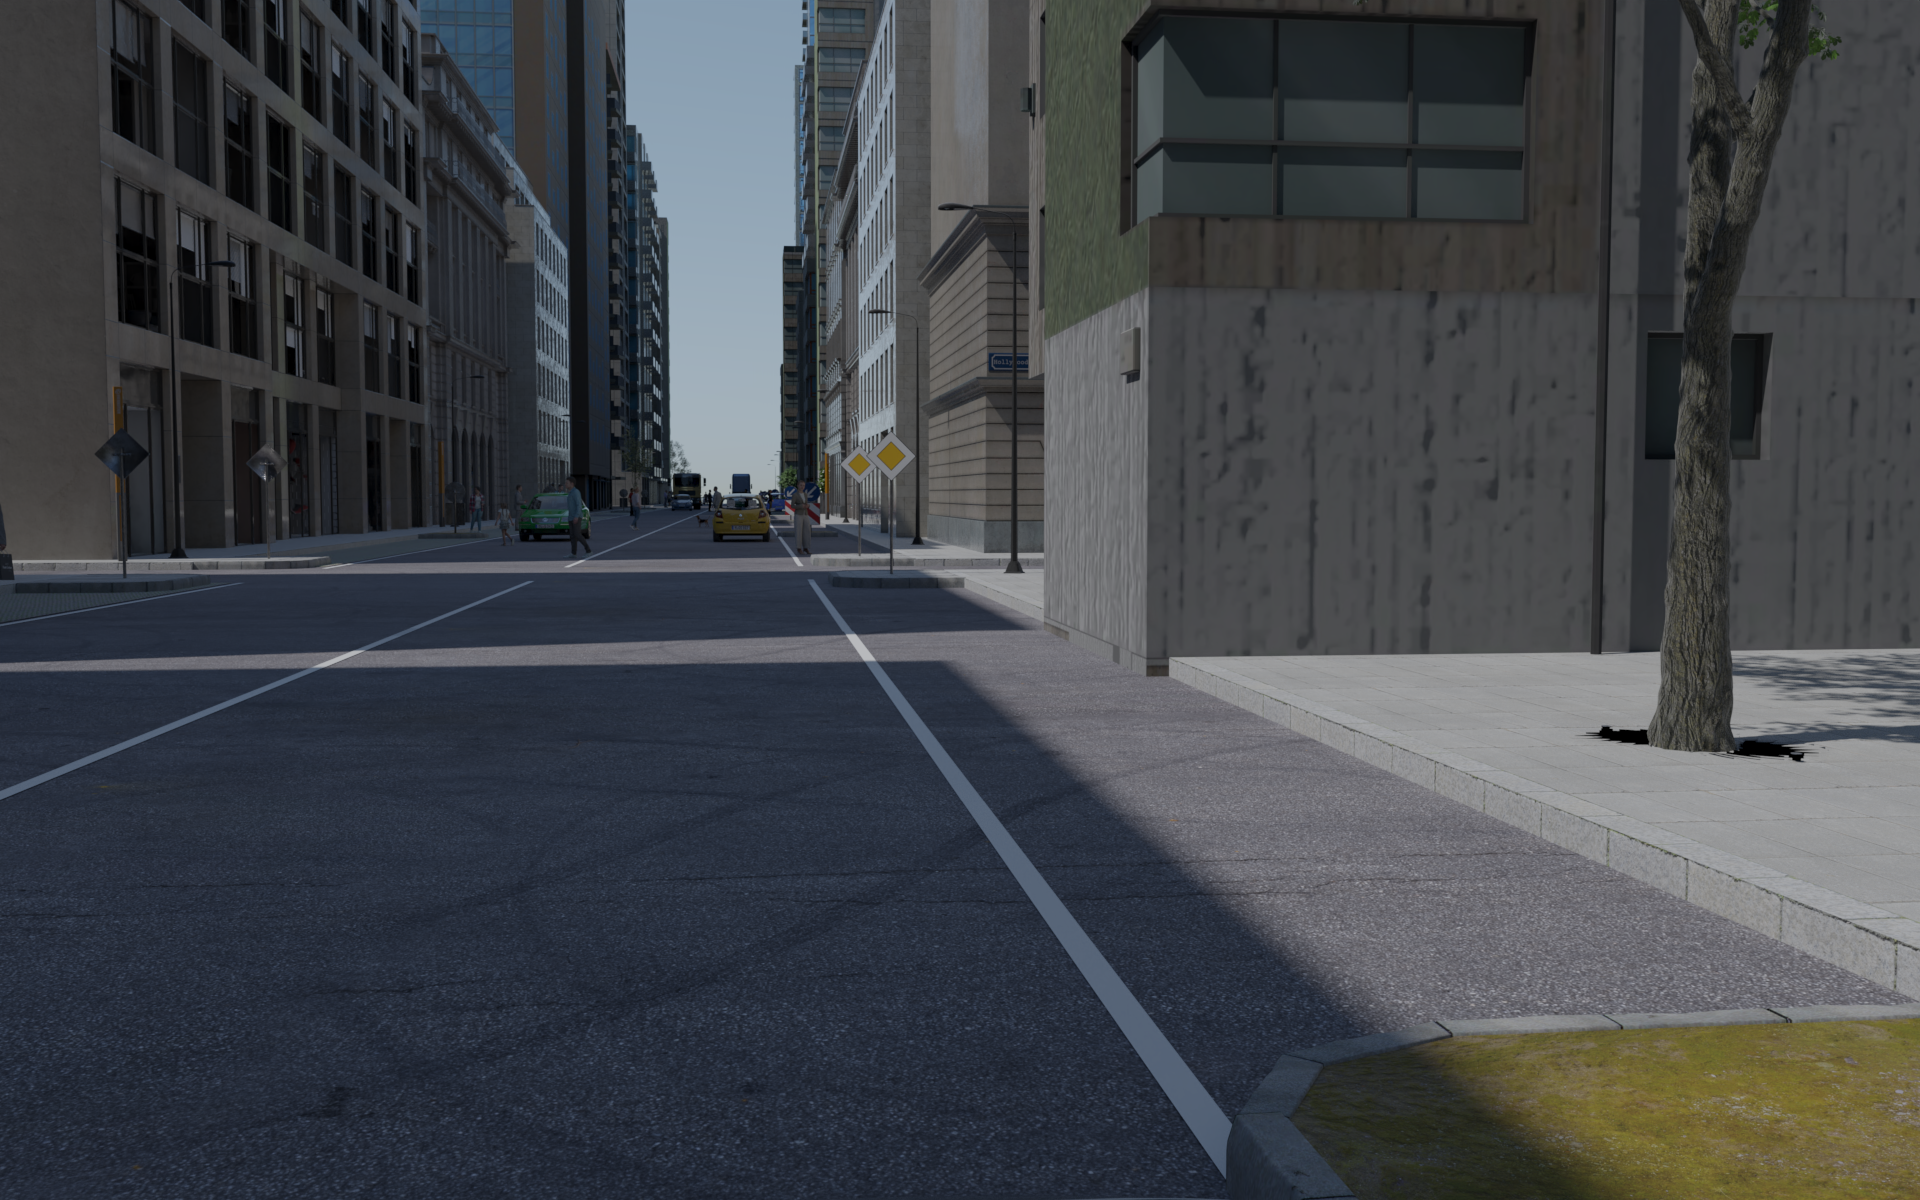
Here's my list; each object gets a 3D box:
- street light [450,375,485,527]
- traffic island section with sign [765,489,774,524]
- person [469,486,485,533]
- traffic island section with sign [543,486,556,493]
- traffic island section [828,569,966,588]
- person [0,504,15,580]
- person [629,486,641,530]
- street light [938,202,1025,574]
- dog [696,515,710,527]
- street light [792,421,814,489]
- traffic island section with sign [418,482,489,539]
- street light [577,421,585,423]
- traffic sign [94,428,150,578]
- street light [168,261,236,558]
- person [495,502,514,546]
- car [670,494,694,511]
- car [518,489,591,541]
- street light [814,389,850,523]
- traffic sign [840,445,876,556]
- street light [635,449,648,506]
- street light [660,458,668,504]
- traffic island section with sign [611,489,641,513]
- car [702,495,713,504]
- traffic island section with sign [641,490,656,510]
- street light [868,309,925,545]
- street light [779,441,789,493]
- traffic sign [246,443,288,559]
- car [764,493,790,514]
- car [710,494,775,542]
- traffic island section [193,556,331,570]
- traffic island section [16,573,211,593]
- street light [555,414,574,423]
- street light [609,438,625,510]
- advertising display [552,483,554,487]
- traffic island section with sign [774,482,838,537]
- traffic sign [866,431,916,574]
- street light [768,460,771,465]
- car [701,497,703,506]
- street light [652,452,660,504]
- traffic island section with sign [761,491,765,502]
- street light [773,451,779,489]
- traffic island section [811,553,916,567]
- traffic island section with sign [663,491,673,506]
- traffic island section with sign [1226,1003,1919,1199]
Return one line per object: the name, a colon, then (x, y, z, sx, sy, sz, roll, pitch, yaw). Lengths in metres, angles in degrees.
street light: (-19.267, -5.824, 67.766, 1.470, 5.913, 1.316, 0, 4, -7)
traffic island section with sign: (-8.437, -4.680, 85.153, 1.989, 1.847, 2.006, 0, 4, -7)
person: (-17.641, -3.298, 63.261, 0.563, 1.720, 0.643, -2, 4, -27)
traffic island section with sign: (-19.732, -4.577, 83.464, 1.989, 1.847, 2.006, 0, 4, -7)
traffic island section: (-1.078, -0.336, 27.779, 2.009, 0.180, 2.903, 0, 4, -7)
person: (-10.495, -0.607, 18.611, 0.709, 1.800, 0.728, -1, 4, -11)
person: (-12.838, -3.626, 68.463, 0.731, 1.740, 0.598, 3, 4, 39)
street light: (0.341, -3.381, 27.825, 1.470, 5.913, 1.316, 0, 4, -7)
dog: (-11.187, -3.430, 75.367, 0.540, 0.507, 0.406, -2, 4, -28)
street light: (-9.825, -8.429, 110.349, 1.470, 5.913, 1.316, 0, 4, -7)
traffic island section with sign: (-16.392, -2.908, 56.174, 1.989, 1.847, 2.006, 0, 4, -7)
street light: (-24.441, -8.399, 109.862, 1.470, 5.913, 1.316, 0, 4, -7)
traffic sign: (-12.711, -1.386, 26.304, 0.795, 2.450, 0.064, 0, 4, -7)
street light: (-15.106, -3.792, 34.547, 1.470, 5.913, 1.316, 0, 4, -7)
person: (-12.635, -2.110, 48.008, 0.382, 1.210, 0.505, 3, 5, 40)
car: (-23.788, -8.328, 148.158, 2.014, 1.417, 4.499, -1, 4, -9)
car: (-12.593, -2.760, 53.919, 1.959, 1.807, 4.718, 0, 4, -5)
street light: (-5.611, -6.382, 76.887, 1.470, 5.913, 1.316, 0, 4, -7)
traffic sign: (-2.071, -1.956, 35.625, 0.795, 2.450, 0.064, 0, 4, -7)
street light: (-32.617, -12.515, 177.158, 1.470, 5.913, 1.316, 0, 4, -7)
street light: (-38.575, -15.479, 225.628, 1.470, 5.913, 1.316, 0, 4, -7)
traffic island section with sign: (-25.822, -7.623, 133.260, 1.989, 1.847, 2.006, 0, 4, -7)
car: (-35.552, -14.288, 245.972, 2.083, 1.381, 4.827, 0, 4, -5)
traffic island section with sign: (-29.146, -9.280, 160.362, 1.989, 1.847, 2.006, 0, 4, -7)
street light: (-1.607, -4.349, 43.648, 1.470, 5.913, 1.316, 0, 4, -7)
street light: (-14.937, -11.024, 152.787, 1.470, 5.913, 1.316, 0, 4, -7)
traffic sign: (-13.681, -1.871, 34.231, 0.795, 2.450, 0.064, 0, 4, -7)
car: (-13.173, -7.081, 125.368, 1.945, 1.707, 3.694, 0, 4, -8)
car: (-6.694, -2.631, 53.243, 2.015, 1.641, 3.980, 0, 4, -6)
traffic island section: (-13.704, -0.734, 34.289, 2.009, 0.180, 2.903, 0, 4, -7)
traffic island section: (-12.734, -0.250, 26.363, 2.009, 0.180, 2.903, 0, 4, -7)
street light: (-23.368, -7.856, 100.993, 1.470, 5.913, 1.316, 0, 4, -7)
street light: (-28.504, -10.483, 143.933, 1.470, 5.913, 1.316, 0, 4, -7)
advertising display: (-22.899, -5.642, 97.457, 0.123, 1.923, 0.974, -1, 4, -15)
traffic island section with sign: (-5.166, -3.044, 58.396, 1.989, 1.847, 2.006, 0, 4, -7)
traffic sign: (-1.101, -1.471, 27.699, 0.795, 2.450, 0.064, 0, 4, -7)
street light: (-25.074, -16.092, 235.651, 1.470, 5.913, 1.316, 0, 4, -7)
car: (-32.180, -12.116, 209.896, 2.131, 1.459, 4.920, 0, 4, -7)
street light: (-34.472, -13.447, 192.402, 1.470, 5.913, 1.316, 0, 4, -7)
traffic island section with sign: (-14.501, -7.713, 134.735, 1.989, 1.847, 2.006, 0, 4, -7)
street light: (-19.052, -13.077, 186.350, 1.470, 5.913, 1.316, 0, 4, -7)
traffic island section: (-2.048, -0.821, 35.705, 2.009, 0.180, 2.903, 0, 4, -7)
traffic island section with sign: (-35.789, -12.604, 214.701, 1.989, 1.847, 2.006, 0, 4, -7)
traffic island section with sign: (1.587, 0.331, 3.216, 1.989, 1.847, 2.006, 0, 4, -7)
